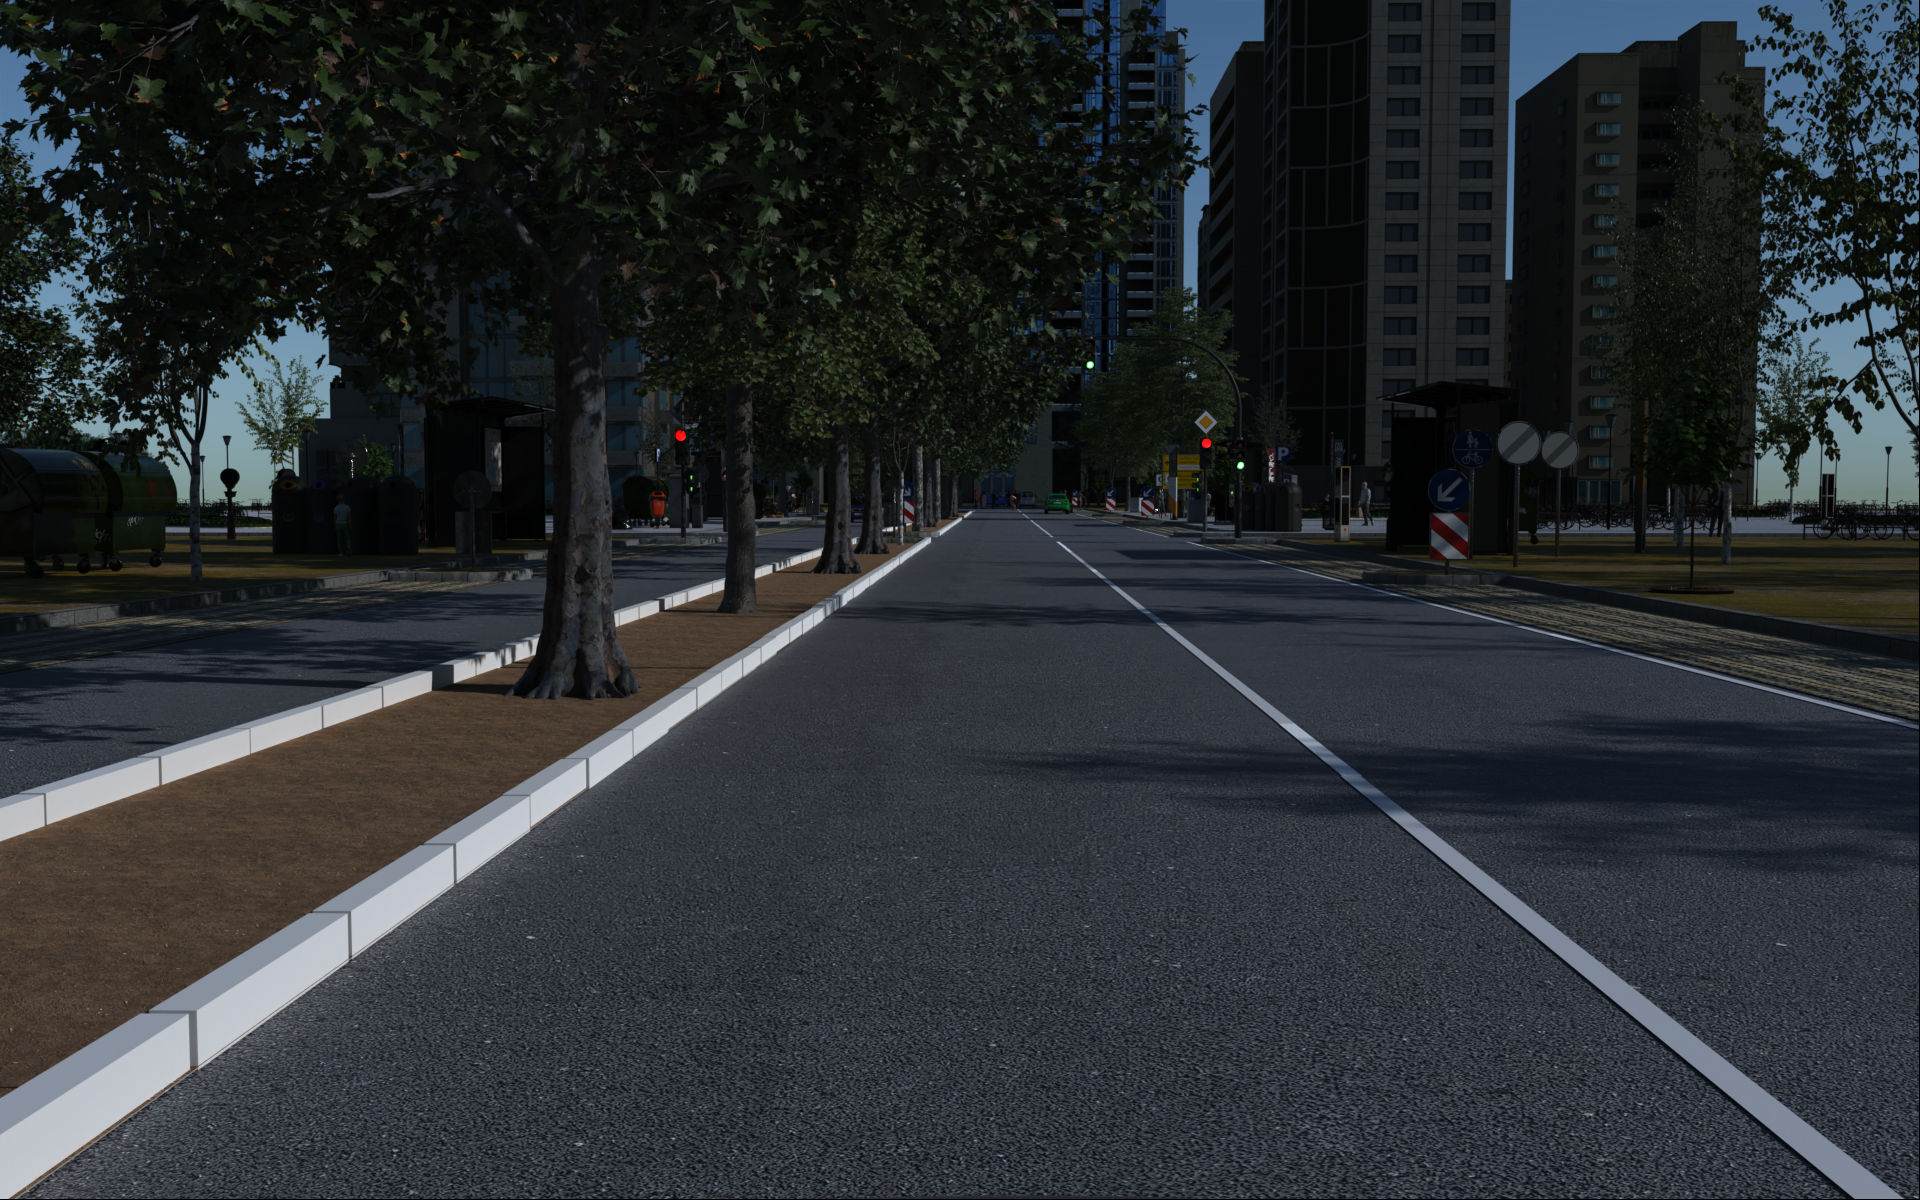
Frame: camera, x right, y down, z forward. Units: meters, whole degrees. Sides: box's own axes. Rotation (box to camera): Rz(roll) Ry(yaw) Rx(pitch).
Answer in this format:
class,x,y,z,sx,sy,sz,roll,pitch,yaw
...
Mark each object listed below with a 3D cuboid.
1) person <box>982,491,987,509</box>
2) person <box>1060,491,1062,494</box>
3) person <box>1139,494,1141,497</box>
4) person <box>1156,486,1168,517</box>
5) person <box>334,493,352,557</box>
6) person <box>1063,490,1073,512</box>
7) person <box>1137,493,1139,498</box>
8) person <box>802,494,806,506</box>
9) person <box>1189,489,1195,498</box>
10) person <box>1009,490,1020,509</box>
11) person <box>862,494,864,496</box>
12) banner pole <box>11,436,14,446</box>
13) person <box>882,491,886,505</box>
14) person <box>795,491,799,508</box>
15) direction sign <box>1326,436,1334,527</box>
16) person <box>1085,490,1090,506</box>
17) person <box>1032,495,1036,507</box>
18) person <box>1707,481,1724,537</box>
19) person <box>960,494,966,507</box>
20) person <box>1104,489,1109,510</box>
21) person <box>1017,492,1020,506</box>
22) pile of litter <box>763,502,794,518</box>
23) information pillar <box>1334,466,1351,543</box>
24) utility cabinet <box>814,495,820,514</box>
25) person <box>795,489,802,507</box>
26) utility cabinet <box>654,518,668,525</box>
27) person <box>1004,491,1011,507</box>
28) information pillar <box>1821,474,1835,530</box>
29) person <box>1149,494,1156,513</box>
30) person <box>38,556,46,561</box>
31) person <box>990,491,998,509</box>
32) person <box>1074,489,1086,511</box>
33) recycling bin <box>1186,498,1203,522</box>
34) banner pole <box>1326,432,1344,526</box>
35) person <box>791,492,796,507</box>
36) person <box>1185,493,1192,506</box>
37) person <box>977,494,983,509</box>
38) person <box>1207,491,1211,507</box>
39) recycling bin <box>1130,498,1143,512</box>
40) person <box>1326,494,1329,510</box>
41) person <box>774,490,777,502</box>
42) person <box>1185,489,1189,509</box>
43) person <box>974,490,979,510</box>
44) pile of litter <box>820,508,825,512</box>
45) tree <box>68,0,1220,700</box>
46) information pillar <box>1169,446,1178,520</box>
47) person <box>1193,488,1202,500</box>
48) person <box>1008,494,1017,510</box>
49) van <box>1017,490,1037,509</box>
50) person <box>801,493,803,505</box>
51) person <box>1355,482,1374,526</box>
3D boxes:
class,x,y,z,sx,sy,sz,roll,pitch,yaw
person,2.325,-9.663,167.150,0.551,1.740,0.621,-3,5,-43
person,8.740,-8.652,150.677,1.217,1.735,0.721,2,4,27
person,16.150,-8.833,151.144,1.217,1.739,0.721,-1,4,-11
person,11.391,-5.591,97.726,0.573,1.790,0.520,3,5,39
person,-12.571,-1.529,35.297,0.306,1.304,0.590,-3,4,-36
person,8.259,-7.739,135.547,1.217,1.766,0.721,-1,4,-21
person,21.396,-12.196,208.701,0.557,1.426,1.065,2,4,29
person,-17.364,-11.416,192.781,0.705,1.812,1.348,3,5,44
person,23.253,-10.101,171.912,1.217,1.735,0.721,1,4,14
person,5.226,-9.548,164.555,0.705,1.831,1.348,-3,5,-43
person,-8.767,-8.824,151.109,0.721,1.735,1.217,3,5,44
banner pole,-27.978,-3.743,51.214,0.401,3.779,0.863,-2,4,-30
person,-9.614,-12.578,214.147,0.705,1.824,1.348,3,5,39
person,-15.130,-9.450,160.571,0.705,1.821,1.348,0,4,-5
direction sign,14.598,-4.649,68.011,0.379,3.537,0.876,1,4,16
person,13.271,-10.615,180.314,0.721,1.736,1.217,2,4,28
person,8.411,-11.651,199.080,0.705,1.812,1.348,2,4,32
person,22.933,-2.717,52.287,0.648,1.900,0.474,0,4,7
person,0.084,-10.832,185.690,1.350,1.814,0.705,0,4,-8
person,11.744,-8.074,138.966,0.541,1.710,0.530,-3,4,-36
person,6.964,-11.913,204.197,0.541,1.710,0.530,1,4,18
pile of litter,-10.008,-4.865,93.507,1.719,0.858,1.176,0,4,3
information pillar,10.143,-2.536,45.948,0.304,2.012,0.304,-1,4,-21
utility cabinet,-9.364,-6.251,113.367,0.306,1.237,1.020,0,4,2
person,-15.727,-9.895,168.554,0.721,1.736,1.217,-3,4,-36
utility cabinet,-12.389,-3.731,72.162,0.306,1.237,1.020,1,4,17
person,5.530,-11.427,195.290,1.348,1.831,0.705,2,4,28
information pillar,31.194,-3.533,62.260,0.304,2.012,0.304,0,4,-8
person,12.385,-6.555,112.577,0.648,1.900,0.474,-1,4,-12
person,-17.713,-1.664,33.344,0.679,1.850,0.850,-1,4,-10
person,3.378,-9.942,171.576,0.721,1.766,1.217,3,5,43
person,10.239,-8.558,148.429,1.348,1.824,0.705,3,5,42
recycling bin,10.776,-4.091,79.442,0.722,1.027,0.722,0,4,2
banner pole,15.089,-4.869,69.624,0.401,3.779,0.863,-3,4,-38
person,-14.516,-8.613,150.052,0.628,1.438,0.799,0,4,1
person,25.208,-11.391,192.276,1.348,1.826,0.705,2,4,35
person,2.084,-9.604,168.777,1.065,1.426,0.557,-3,4,-38
person,18.976,-7.585,132.659,0.523,1.515,0.503,1,4,23
recycling bin,12.486,-6.719,122.414,0.722,1.027,0.722,2,4,28
person,20.798,-5.392,98.447,0.590,1.304,0.306,1,4,23
person,-21.901,-12.088,203.636,0.705,1.831,1.348,2,4,26
person,20.113,-9.030,153.673,0.705,1.826,1.348,1,4,12
person,1.500,-9.157,158.161,0.705,1.831,1.348,1,4,9
pile of litter,-10.089,-6.649,122.679,1.176,0.858,1.719,1,4,21
tree,-2.729,-5.673,12.216,9.611,12.733,9.660,0,3,0
information pillar,10.479,-5.736,85.132,0.183,3.616,0.504,-3,5,-43
person,11.116,-4.564,80.845,0.419,1.800,0.721,-1,4,-18
person,4.704,-8.716,154.187,0.628,1.438,0.799,1,4,17
van,6.695,-10.109,172.299,2.013,2.044,4.112,0,4,1
person,-18.834,-12.112,204.997,0.530,1.710,0.541,-3,5,-42
person,16.442,-3.904,70.357,0.515,1.767,0.782,-2,4,-24
